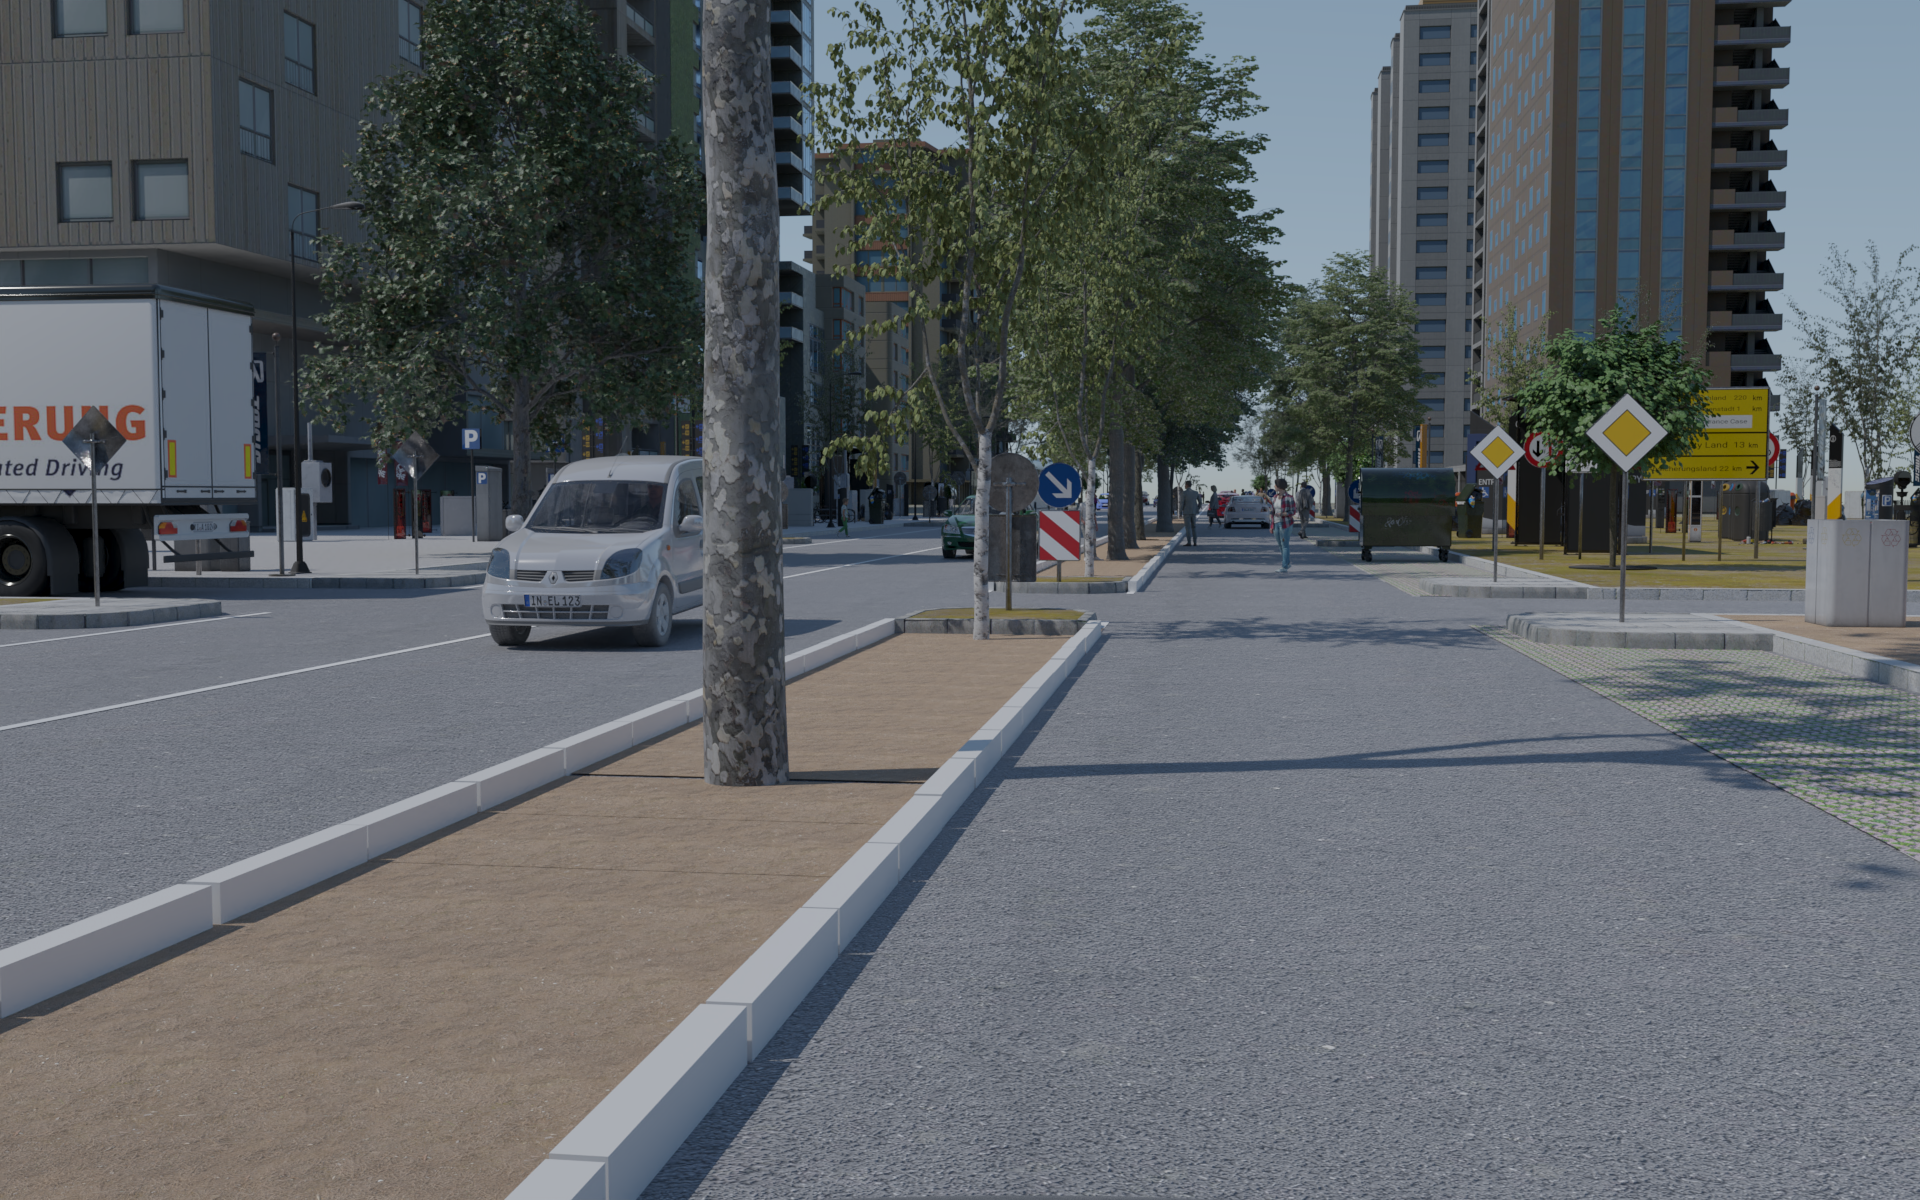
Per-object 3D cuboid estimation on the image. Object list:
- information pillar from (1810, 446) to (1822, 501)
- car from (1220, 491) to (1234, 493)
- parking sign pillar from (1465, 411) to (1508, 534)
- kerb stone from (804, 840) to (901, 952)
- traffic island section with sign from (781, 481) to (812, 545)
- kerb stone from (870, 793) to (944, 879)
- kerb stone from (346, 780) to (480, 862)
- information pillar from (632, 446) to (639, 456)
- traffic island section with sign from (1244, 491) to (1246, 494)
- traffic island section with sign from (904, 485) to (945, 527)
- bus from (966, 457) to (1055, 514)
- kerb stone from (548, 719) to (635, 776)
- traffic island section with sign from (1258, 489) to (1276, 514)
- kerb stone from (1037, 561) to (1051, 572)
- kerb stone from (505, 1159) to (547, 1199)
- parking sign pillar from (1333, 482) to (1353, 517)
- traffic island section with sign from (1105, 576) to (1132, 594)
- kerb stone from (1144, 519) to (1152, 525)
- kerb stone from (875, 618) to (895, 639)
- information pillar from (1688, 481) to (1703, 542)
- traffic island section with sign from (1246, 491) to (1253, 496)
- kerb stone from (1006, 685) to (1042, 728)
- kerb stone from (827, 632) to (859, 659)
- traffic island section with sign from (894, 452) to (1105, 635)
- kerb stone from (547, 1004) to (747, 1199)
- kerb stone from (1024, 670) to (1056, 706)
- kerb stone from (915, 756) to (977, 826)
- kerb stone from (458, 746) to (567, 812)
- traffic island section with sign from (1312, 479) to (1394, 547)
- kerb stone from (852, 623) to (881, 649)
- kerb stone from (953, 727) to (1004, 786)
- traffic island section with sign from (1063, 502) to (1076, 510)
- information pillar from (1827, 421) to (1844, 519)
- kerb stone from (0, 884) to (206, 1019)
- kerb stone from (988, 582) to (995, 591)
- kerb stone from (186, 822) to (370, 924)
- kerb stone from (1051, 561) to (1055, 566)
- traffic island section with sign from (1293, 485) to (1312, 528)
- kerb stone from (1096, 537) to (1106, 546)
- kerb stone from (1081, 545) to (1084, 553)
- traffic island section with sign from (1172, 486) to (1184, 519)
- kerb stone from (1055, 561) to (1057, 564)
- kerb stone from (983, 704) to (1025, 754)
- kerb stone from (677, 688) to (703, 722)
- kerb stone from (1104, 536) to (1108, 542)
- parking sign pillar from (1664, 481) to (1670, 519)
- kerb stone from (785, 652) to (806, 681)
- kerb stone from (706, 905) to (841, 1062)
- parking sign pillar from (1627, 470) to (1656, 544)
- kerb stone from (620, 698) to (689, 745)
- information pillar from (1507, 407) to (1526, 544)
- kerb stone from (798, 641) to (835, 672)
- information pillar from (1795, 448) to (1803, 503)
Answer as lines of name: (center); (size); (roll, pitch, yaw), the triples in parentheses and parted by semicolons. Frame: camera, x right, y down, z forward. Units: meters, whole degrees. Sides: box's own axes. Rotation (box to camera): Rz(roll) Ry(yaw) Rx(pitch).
information pillar: (38.317, -5.268, 77.479); (0.504, 3.616, 0.183); (1, 4, 20)
car: (29.033, -10.996, 188.449); (2.281, 1.827, 5.304); (0, 4, 7)
parking sign pillar: (16.938, -4.110, 55.663); (1.447, 3.967, 1.447); (3, 5, 43)
kerb stone: (-0.360, 1.001, 5.889); (0.120, 0.150, 1.000); (1, 4, 8)
traffic island section with sign: (-5.365, -2.537, 50.113); (1.989, 1.847, 2.006); (1, 4, 8)
kerb stone: (-0.210, 0.941, 6.901); (0.120, 0.150, 1.000); (1, 4, 8)
kerb stone: (-2.286, 0.919, 7.236); (0.120, 0.150, 1.000); (1, 4, 8)
information pillar: (-15.881, -5.705, 84.634); (0.183, 3.616, 0.504); (3, 4, 36)
traffic island section with sign: (34.224, -12.022, 205.189); (1.989, 1.847, 2.006); (1, 4, 8)
traffic island section with sign: (-1.364, -4.182, 76.998); (1.989, 1.847, 2.006); (1, 4, 8)
bus: (2.607, -5.331, 82.025); (2.948, 3.499, 13.247); (1, 4, 9)
kerb stone: (-1.979, 0.791, 9.264); (0.120, 0.150, 1.000); (1, 4, 8)
traffic island section with sign: (22.166, -7.053, 123.948); (1.989, 1.847, 2.006); (1, 4, 8)
kerb stone: (1.580, -0.670, 33.181); (0.120, 0.150, 1.000); (1, 4, 8)
kerb stone: (-0.813, 1.184, 2.843); (0.120, 0.150, 1.000); (1, 4, 8)
parking sign pillar: (21.200, -6.506, 94.845); (1.447, 3.967, 1.447); (-1, 4, -19)
traffic island section with sign: (1.541, -1.081, 25.814); (2.006, 1.907, 1.989); (1, 4, 8)
kerb stone: (9.099, -3.770, 83.837); (0.120, 0.150, 1.000); (1, 4, 8)
kerb stone: (-0.781, 0.296, 17.363); (0.120, 0.150, 1.000); (1, 4, 8)
information pillar: (19.638, -2.554, 46.246); (0.304, 2.012, 0.304); (1, 4, 15)
traffic island section with sign: (26.173, -8.702, 150.912); (1.989, 1.847, 2.006); (1, 4, 8)
kerb stone: (0.392, 0.687, 10.956); (0.120, 0.150, 1.000); (1, 4, 8)
kerb stone: (-1.083, 0.420, 15.336); (0.120, 0.150, 1.000); (1, 4, 8)
traffic island section with sign: (0.443, -0.633, 18.489); (2.006, 1.907, 1.989); (1, 4, 8)
kerb stone: (-0.667, 1.122, 3.859); (0.120, 0.150, 1.000); (1, 4, 8)
kerb stone: (0.540, 0.625, 11.979); (0.120, 0.150, 1.000); (1, 4, 8)
kerb stone: (-0.064, 0.875, 7.912); (0.120, 0.150, 1.000); (1, 4, 8)
kerb stone: (-2.131, 0.855, 8.250); (0.120, 0.150, 1.000); (1, 4, 8)
traffic island section with sign: (10.821, -2.381, 47.565); (1.989, 1.847, 2.006); (1, 4, 8)
kerb stone: (-0.924, 0.358, 16.350); (0.120, 0.150, 1.000); (1, 4, 8)
kerb stone: (0.090, 0.812, 8.923); (0.120, 0.150, 1.000); (1, 4, 8)
traffic island section with sign: (9.957, -8.844, 153.232); (1.989, 1.847, 2.006); (1, 4, 8)
information pillar: (28.132, -3.934, 55.679); (0.183, 3.616, 0.504); (-2, 4, -25)
kerb stone: (-2.585, 1.040, 5.196); (0.120, 0.150, 1.000); (1, 4, 8)
kerb stone: (0.509, -0.236, 26.059); (0.120, 0.150, 1.000); (1, 4, 8)
kerb stone: (-2.429, 0.977, 6.223); (0.120, 0.150, 1.000); (1, 4, 8)
kerb stone: (1.719, -0.733, 34.198); (0.120, 0.150, 1.000); (1, 4, 8)
traffic island section with sign: (14.825, -4.034, 74.592); (1.989, 1.847, 2.006); (1, 4, 8)
kerb stone: (3.988, -1.663, 49.387); (0.120, 0.150, 1.000); (1, 4, 8)
kerb stone: (3.235, -1.351, 44.333); (0.120, 0.150, 1.000); (1, 4, 8)
traffic island section with sign: (12.574, -5.627, 100.141); (2.006, 1.907, 1.989); (1, 4, 8)
kerb stone: (1.879, -0.796, 35.207); (0.120, 0.150, 1.000); (1, 4, 8)
kerb stone: (0.242, 0.750, 9.940); (0.120, 0.150, 1.000); (1, 4, 8)
kerb stone: (-1.672, 0.668, 11.286); (0.120, 0.150, 1.000); (1, 4, 8)
kerb stone: (4.127, -1.722, 50.401); (0.120, 0.150, 1.000); (1, 4, 8)
parking sign pillar: (36.642, -6.254, 90.731); (1.447, 3.967, 1.447); (-3, 4, -38)
kerb stone: (-1.377, 0.543, 13.311); (0.120, 0.150, 1.000); (1, 4, 8)
kerb stone: (-0.510, 1.060, 4.870); (0.120, 0.150, 1.000); (1, 4, 8)
parking sign pillar: (17.151, -3.460, 45.048); (1.447, 3.967, 1.447); (0, 4, -2)
kerb stone: (-1.831, 0.731, 10.276); (0.120, 0.150, 1.000); (1, 4, 8)
information pillar: (14.250, -3.239, 44.313); (0.183, 3.616, 0.504); (-2, 4, -33)
kerb stone: (-1.224, 0.482, 14.322); (0.120, 0.150, 1.000); (1, 4, 8)
information pillar: (42.609, -5.907, 87.928); (0.504, 3.616, 0.183); (-2, 4, -34)
